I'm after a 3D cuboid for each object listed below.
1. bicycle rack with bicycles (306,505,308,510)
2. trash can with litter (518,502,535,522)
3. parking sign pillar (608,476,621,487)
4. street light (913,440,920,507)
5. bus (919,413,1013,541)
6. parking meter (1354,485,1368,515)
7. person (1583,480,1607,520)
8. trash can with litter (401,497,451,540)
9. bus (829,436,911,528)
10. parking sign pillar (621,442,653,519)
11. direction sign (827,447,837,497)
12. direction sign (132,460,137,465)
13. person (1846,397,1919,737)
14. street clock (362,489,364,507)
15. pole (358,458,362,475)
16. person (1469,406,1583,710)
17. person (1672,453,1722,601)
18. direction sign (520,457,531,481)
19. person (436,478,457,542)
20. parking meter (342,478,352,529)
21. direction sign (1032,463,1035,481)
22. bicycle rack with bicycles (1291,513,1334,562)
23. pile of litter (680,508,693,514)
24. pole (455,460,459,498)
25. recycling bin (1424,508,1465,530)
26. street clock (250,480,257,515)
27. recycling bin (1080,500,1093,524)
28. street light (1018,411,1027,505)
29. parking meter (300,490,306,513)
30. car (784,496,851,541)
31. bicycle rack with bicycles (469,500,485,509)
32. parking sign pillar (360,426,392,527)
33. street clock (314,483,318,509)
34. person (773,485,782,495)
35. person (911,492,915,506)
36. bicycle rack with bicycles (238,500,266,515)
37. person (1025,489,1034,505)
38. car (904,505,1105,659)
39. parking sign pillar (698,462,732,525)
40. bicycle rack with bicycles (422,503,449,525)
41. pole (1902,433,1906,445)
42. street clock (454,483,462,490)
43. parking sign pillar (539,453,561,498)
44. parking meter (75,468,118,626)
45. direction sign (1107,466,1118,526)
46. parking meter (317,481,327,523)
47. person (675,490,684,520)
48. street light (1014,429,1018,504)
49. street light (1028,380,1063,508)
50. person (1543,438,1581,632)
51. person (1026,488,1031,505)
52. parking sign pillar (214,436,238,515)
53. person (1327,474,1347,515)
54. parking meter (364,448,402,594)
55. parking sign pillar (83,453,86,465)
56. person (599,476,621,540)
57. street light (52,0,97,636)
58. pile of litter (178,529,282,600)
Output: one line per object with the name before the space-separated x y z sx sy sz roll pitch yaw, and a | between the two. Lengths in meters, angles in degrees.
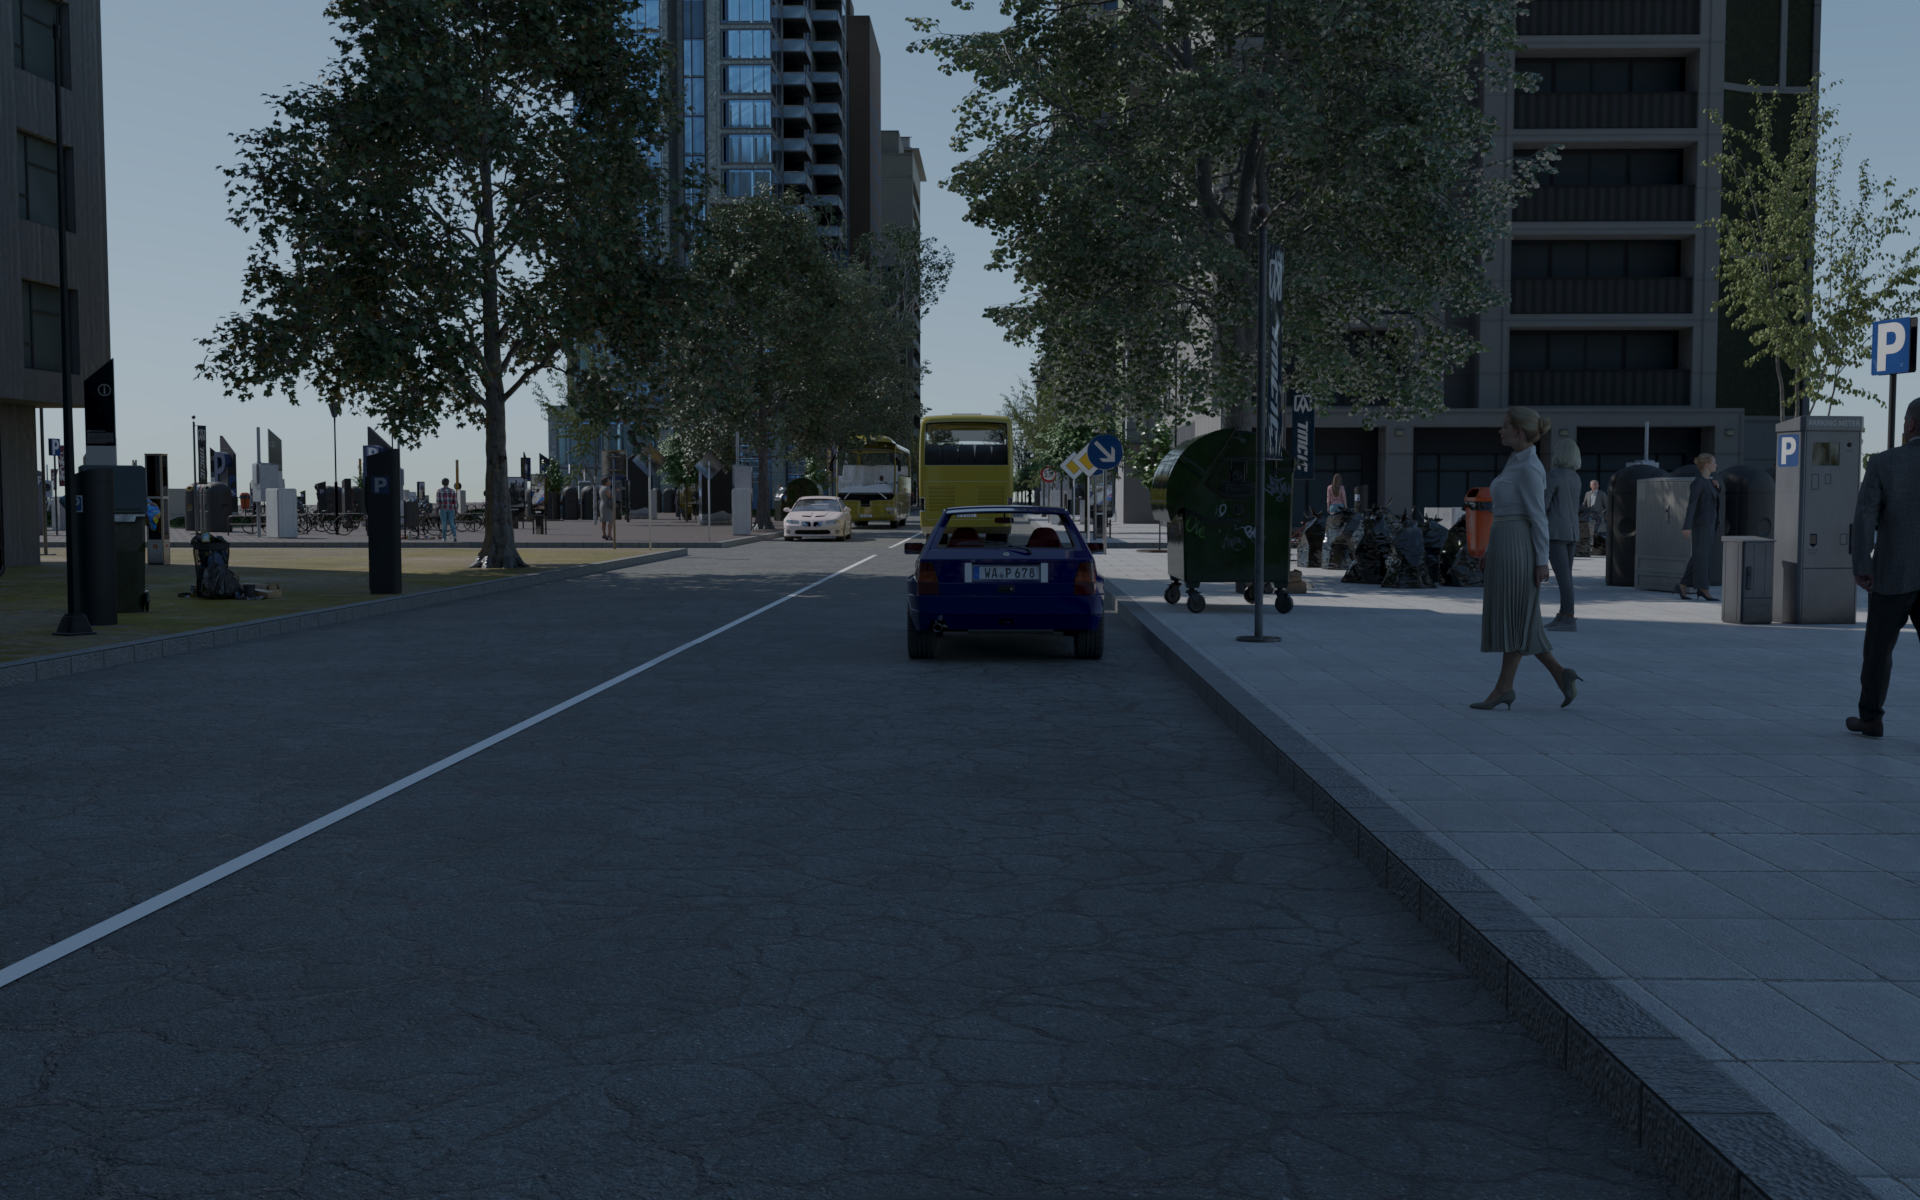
bicycle rack with bicycles | -42.518 -5.867 109.308 2.925 0.926 2.852 3 5 42
trash can with litter | -20.173 -4.213 80.274 1.055 1.170 0.624 1 4 13
parking sign pillar | -23.067 -7.843 116.709 1.447 3.967 1.447 -1 4 -22
street light | -4.322 -10.831 149.626 1.470 5.913 1.316 0 4 1
bus | 0.225 -3.722 52.405 2.896 3.916 12.252 0 4 1
parking meter | 10.907 -2.367 47.115 0.372 1.533 0.369 0 3 0
person | 15.851 -2.103 43.280 0.661 1.777 0.834 2 4 35
trash can with litter | -15.235 -2.337 49.264 1.678 1.210 2.233 2 4 28
bus | -3.702 -5.153 75.801 2.896 3.916 12.252 0 4 1
parking sign pillar | -16.519 -6.171 89.362 1.447 3.967 1.447 -1 4 -18
direction sign | -6.150 -5.603 83.601 0.379 3.537 0.876 -3 5 -40
direction sign | -54.570 -7.498 114.593 0.379 3.537 0.876 -3 5 -43
person | 4.875 -0.149 8.876 0.661 1.777 0.834 0 4 7
street clock | -40.926 -6.981 118.714 0.358 2.002 0.471 -3 5 -42
pole | -34.355 -6.447 99.253 0.158 3.312 0.155 0 3 0
person | 3.373 -0.245 10.270 0.641 1.798 0.478 1 4 19
person | 8.893 -0.880 20.856 0.534 1.772 0.576 1 4 19
direction sign | -26.793 -7.030 106.935 0.379 3.537 0.876 2 4 29
person | -13.832 -2.435 46.690 0.563 1.720 0.643 -2 4 -24
parking meter | -22.870 -3.602 64.601 0.255 1.863 0.399 -3 4 -38
direction sign | 5.304 -7.778 119.167 0.876 3.537 0.379 -3 4 -38
bicycle rack with bicycles | 6.790 -1.216 33.263 2.925 0.926 2.852 0 4 -2
pile of litter | -17.848 -6.132 114.222 1.176 0.858 1.719 2 4 28
pole | -29.752 -6.648 102.545 0.158 3.312 0.155 0 3 0
recycling bin | 9.136 -1.203 32.215 0.722 1.027 0.722 -2 4 -34
street clock | -36.665 -5.224 89.977 0.358 2.002 0.471 -3 4 -37
recycling bin | 5.617 -3.766 74.133 0.722 1.027 0.722 -3 4 -38
street light | 4.136 -7.578 96.434 1.470 5.913 1.316 0 4 1
parking meter | -42.662 -6.362 112.436 0.372 1.533 0.369 0 3 0
car | -4.413 -2.555 54.143 2.083 1.381 4.827 0 4 0
bicycle rack with bicycles | -30.217 -6.077 112.742 2.925 0.926 2.852 1 4 15
parking sign pillar | -23.067 -4.905 68.666 1.447 3.967 1.447 2 4 30
street clock | -43.289 -6.869 116.874 0.471 2.002 0.358 1 4 11
person | -9.154 -4.942 87.415 0.480 1.755 0.524 1 4 18
person | -5.292 -11.173 188.681 0.705 1.831 1.348 -2 4 -33
bicycle rack with bicycles | -41.973 -5.592 104.813 2.925 0.926 2.852 3 5 39
person | 6.121 -8.903 152.332 0.721 1.735 1.217 3 4 39
car | 0.419 -0.234 16.403 1.945 1.354 3.894 0 4 1
parking sign pillar | -10.179 -5.109 72.011 1.447 3.967 1.447 -2 4 -25
bicycle rack with bicycles | -22.494 -3.558 71.557 2.852 0.926 2.925 0 4 5
pole | 31.503 -3.913 57.820 0.158 3.312 0.155 0 3 0
street clock | -31.473 -6.361 108.571 0.471 2.002 0.358 2 4 27
parking sign pillar | -26.649 -7.591 112.582 1.447 3.967 1.447 -1 4 -21
parking meter | -8.482 -0.524 16.971 0.372 1.533 0.369 0 3 0
direction sign | 5.992 -4.797 70.421 0.876 3.537 0.379 0 4 7
parking meter | -28.600 -4.396 77.591 0.399 1.863 0.255 -1 4 -23
person | -13.965 -4.891 86.433 0.576 1.772 0.534 0 4 -2
street light | 4.743 -9.153 122.192 1.470 5.913 1.316 0 4 1
street light | 3.593 -5.992 70.507 1.470 5.913 1.316 0 4 1
person | 5.594 -0.616 16.303 0.537 1.800 0.526 -2 4 -31
person | 6.249 -9.202 156.437 0.705 1.831 1.348 -1 4 -10
parking sign pillar | -33.609 -5.554 79.285 1.447 3.967 1.447 3 5 42
person | 10.212 -2.495 46.841 0.555 1.821 0.388 1 4 9
parking meter | -7.414 -1.012 22.261 0.399 1.863 0.255 0 4 -1
parking sign pillar | -42.910 -5.951 85.770 1.447 3.967 1.447 3 5 40
person | -9.671 -2.542 47.959 0.532 1.782 0.716 -2 4 -34
street light | -7.531 -2.633 15.590 1.470 5.913 1.316 0 4 1
pile of litter | -9.109 -0.468 21.614 1.176 0.858 1.719 -2 4 -30
